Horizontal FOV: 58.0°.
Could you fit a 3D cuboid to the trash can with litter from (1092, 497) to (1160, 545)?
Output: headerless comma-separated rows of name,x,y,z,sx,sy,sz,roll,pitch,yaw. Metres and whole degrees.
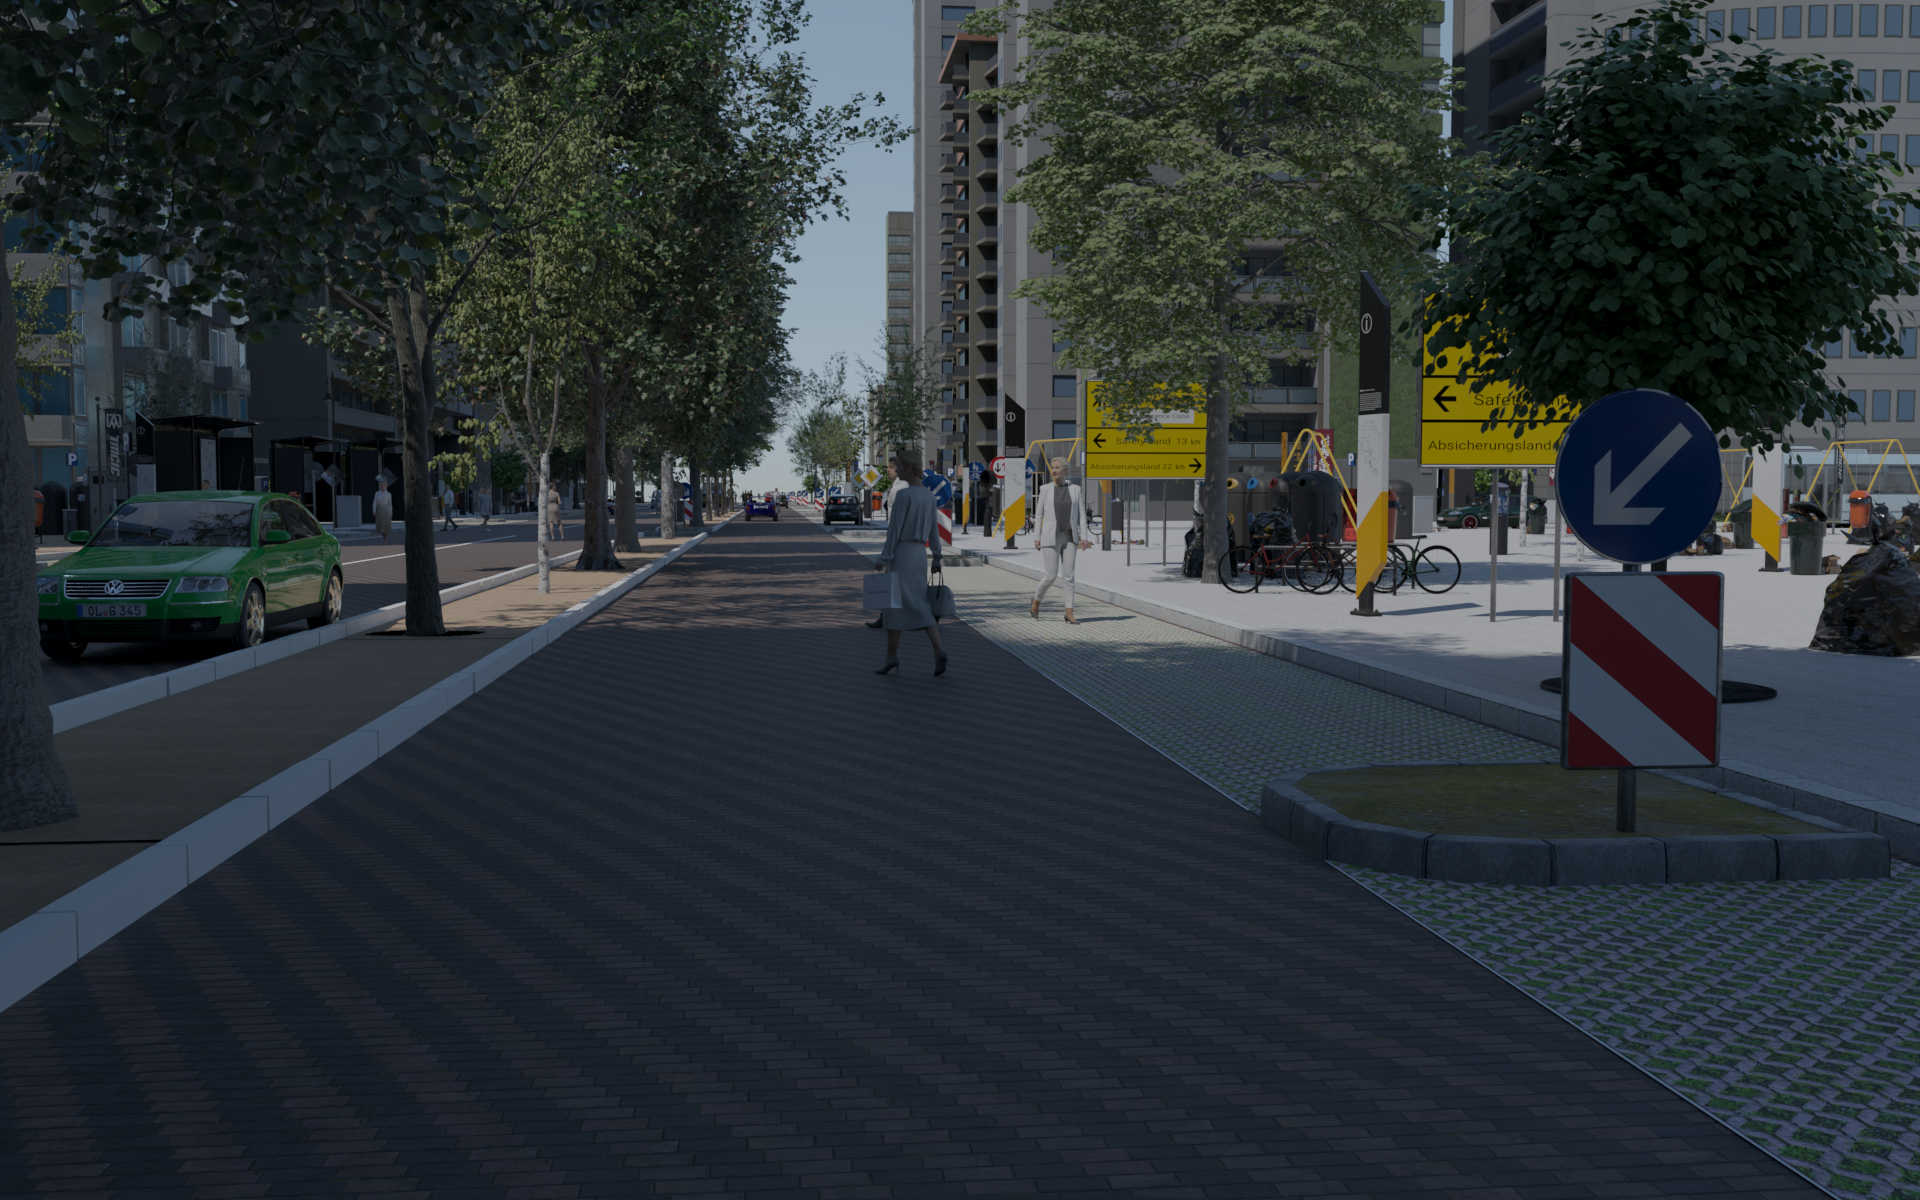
trash can with litter,4.153,-2.023,44.129,1.678,1.210,2.233,-2,4,-34

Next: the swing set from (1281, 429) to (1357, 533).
swing set,8.702,-2.770,42.909,2.862,2.851,3.119,1,4,17

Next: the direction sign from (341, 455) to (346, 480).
direction sign,-35.100,-6.562,99.290,0.876,3.537,0.379,1,4,20

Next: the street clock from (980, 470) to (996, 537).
street clock,0.830,-2.883,51.710,0.358,2.002,0.471,-3,5,-44

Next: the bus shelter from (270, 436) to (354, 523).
bus shelter,-27.257,-4.983,72.762,1.731,3.624,6.357,0,4,-6

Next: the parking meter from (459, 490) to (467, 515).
parking meter,-30.119,-6.064,104.862,0.399,1.863,0.255,1,4,11

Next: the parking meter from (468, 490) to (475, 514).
parking meter,-32.005,-6.427,113.490,0.372,1.533,0.369,0,3,0

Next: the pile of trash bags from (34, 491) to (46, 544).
pile of trash bags,-24.967,-2.128,44.550,3.447,1.369,1.912,1,4,17

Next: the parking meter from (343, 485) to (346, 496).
parking meter,-39.753,-6.519,112.299,0.255,1.863,0.399,2,4,33

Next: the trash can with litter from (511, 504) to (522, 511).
trash can with litter,-32.755,-7.182,128.491,2.233,1.210,1.678,1,4,19

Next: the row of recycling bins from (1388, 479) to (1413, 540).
row of recycling bins,12.659,-2.644,50.340,1.069,1.692,3.534,1,4,11

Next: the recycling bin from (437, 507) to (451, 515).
recycling bin,-31.730,-5.748,106.535,0.722,1.027,0.722,-2,4,-29

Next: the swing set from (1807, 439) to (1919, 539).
swing set,26.504,-3.264,50.984,2.862,2.851,3.119,0,4,-6

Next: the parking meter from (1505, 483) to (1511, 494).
parking meter,27.622,-5.004,87.523,0.255,1.863,0.399,-1,4,-19

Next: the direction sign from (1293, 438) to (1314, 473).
direction sign,13.859,-4.766,69.925,0.876,3.537,0.379,2,4,32

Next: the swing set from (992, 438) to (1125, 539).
swing set,2.743,-3.184,49.674,2.862,2.851,3.119,-2,4,-23

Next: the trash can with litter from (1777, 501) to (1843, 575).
trash can with litter,13.581,-0.992,27.605,1.055,1.170,0.624,-2,4,-34

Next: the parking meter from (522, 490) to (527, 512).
parking meter,-30.492,-6.900,121.224,0.372,1.533,0.369,0,3,0

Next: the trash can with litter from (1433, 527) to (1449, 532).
trash can with litter,15.927,-2.937,59.079,2.233,1.210,1.678,-2,4,-29

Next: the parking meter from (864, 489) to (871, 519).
parking meter,-4.844,-5.042,90.848,0.372,1.533,0.369,0,3,0

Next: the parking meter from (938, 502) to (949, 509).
parking meter,-0.667,-3.832,71.068,0.372,1.533,0.369,0,3,0

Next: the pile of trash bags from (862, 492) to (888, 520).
pile of trash bags,-3.071,-4.572,84.504,3.447,1.369,1.912,3,5,42

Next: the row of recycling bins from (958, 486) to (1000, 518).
row of recycling bins,0.982,-5.392,95.273,1.069,1.692,3.534,-3,4,-37

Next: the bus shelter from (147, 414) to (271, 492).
bus shelter,-23.291,-3.820,53.736,1.731,3.624,6.357,0,4,-6

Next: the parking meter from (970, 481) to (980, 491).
parking meter,0.748,-5.334,92.919,0.399,1.863,0.255,-1,4,-15

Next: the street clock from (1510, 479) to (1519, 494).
street clock,27.483,-4.976,85.930,0.471,2.002,0.358,-3,5,-43

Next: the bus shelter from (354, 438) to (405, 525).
bus shelter,-25.302,-5.174,75.877,1.731,3.624,6.357,0,4,-6

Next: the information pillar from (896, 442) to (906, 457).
information pillar,-2.621,-5.289,77.824,0.504,3.616,0.183,2,4,26

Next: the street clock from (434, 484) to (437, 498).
street clock,-38.065,-7.393,125.442,0.358,2.002,0.471,-2,4,-23

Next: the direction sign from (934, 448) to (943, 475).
direction sign,-0.996,-5.773,86.384,0.379,3.537,0.876,1,4,17

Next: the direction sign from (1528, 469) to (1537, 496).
direction sign,24.068,-4.954,72.996,0.876,3.537,0.379,-3,5,-43

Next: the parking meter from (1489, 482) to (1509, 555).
parking meter,11.337,-1.713,36.423,0.372,1.533,0.369,0,3,0

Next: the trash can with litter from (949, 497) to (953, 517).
trash can with litter,-0.642,-4.501,84.985,0.624,1.170,1.055,0,4,0

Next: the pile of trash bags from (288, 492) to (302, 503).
pile of trash bags,-26.123,-3.464,66.389,1.912,1.369,3.447,0,4,2

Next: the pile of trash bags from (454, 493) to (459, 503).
pile of trash bags,-39.087,-7.842,137.971,3.447,1.369,1.912,2,4,31

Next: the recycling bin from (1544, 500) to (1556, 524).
recycling bin,25.203,-3.751,73.890,0.722,1.027,0.722,1,4,9

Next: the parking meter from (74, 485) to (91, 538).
parking meter,-23.875,-2.368,47.121,0.372,1.533,0.369,0,3,0

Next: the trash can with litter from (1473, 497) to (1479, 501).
trash can with litter,22.066,-3.764,72.930,1.055,1.170,0.624,-1,4,-21

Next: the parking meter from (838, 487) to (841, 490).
parking meter,-9.675,-8.160,139.133,0.255,1.863,0.399,0,4,-8

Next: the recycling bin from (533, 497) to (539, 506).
recycling bin,-33.420,-7.637,137.425,0.722,1.027,0.722,-3,5,-42

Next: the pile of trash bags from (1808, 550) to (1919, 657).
pile of trash bags,8.851,-0.268,14.134,3.447,1.369,1.912,-1,4,-21

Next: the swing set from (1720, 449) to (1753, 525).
swing set,27.309,-3.861,60.750,2.862,2.851,3.119,0,4,-8

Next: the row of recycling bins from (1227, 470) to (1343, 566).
row of recycling bins,5.804,-1.500,31.633,1.069,1.692,3.534,-1,4,-20

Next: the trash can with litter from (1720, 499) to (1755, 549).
trash can with litter,18.072,-1.768,40.291,1.055,1.170,0.624,-1,4,-13

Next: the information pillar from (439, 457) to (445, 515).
information pillar,-31.273,-6.919,104.484,0.504,3.616,0.183,3,5,41

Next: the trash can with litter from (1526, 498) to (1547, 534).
trash can with litter,18.253,-2.681,55.225,0.624,1.170,1.055,-1,4,-12

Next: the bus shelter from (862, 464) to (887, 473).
bus shelter,-6.694,-8.913,137.012,1.731,3.624,6.357,0,4,-6

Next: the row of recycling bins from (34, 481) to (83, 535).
row of recycling bins,-28.848,-2.896,54.463,3.534,1.692,1.069,0,4,7

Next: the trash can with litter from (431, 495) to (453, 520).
trash can with litter,-26.726,-4.641,86.938,2.233,1.210,1.678,1,4,9

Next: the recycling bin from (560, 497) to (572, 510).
recycling bin,-31.643,-7.740,139.096,0.722,1.027,0.722,-3,5,-45

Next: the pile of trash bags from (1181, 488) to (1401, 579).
pile of trash bags,5.101,-1.055,27.007,3.447,1.369,1.912,1,4,16

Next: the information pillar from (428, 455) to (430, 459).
information pillar,-29.814,-6.473,97.193,0.183,3.616,0.504,-2,4,-26

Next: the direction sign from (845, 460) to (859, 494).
direction sign,-7.150,-7.502,114.649,0.876,3.537,0.379,0,4,0
